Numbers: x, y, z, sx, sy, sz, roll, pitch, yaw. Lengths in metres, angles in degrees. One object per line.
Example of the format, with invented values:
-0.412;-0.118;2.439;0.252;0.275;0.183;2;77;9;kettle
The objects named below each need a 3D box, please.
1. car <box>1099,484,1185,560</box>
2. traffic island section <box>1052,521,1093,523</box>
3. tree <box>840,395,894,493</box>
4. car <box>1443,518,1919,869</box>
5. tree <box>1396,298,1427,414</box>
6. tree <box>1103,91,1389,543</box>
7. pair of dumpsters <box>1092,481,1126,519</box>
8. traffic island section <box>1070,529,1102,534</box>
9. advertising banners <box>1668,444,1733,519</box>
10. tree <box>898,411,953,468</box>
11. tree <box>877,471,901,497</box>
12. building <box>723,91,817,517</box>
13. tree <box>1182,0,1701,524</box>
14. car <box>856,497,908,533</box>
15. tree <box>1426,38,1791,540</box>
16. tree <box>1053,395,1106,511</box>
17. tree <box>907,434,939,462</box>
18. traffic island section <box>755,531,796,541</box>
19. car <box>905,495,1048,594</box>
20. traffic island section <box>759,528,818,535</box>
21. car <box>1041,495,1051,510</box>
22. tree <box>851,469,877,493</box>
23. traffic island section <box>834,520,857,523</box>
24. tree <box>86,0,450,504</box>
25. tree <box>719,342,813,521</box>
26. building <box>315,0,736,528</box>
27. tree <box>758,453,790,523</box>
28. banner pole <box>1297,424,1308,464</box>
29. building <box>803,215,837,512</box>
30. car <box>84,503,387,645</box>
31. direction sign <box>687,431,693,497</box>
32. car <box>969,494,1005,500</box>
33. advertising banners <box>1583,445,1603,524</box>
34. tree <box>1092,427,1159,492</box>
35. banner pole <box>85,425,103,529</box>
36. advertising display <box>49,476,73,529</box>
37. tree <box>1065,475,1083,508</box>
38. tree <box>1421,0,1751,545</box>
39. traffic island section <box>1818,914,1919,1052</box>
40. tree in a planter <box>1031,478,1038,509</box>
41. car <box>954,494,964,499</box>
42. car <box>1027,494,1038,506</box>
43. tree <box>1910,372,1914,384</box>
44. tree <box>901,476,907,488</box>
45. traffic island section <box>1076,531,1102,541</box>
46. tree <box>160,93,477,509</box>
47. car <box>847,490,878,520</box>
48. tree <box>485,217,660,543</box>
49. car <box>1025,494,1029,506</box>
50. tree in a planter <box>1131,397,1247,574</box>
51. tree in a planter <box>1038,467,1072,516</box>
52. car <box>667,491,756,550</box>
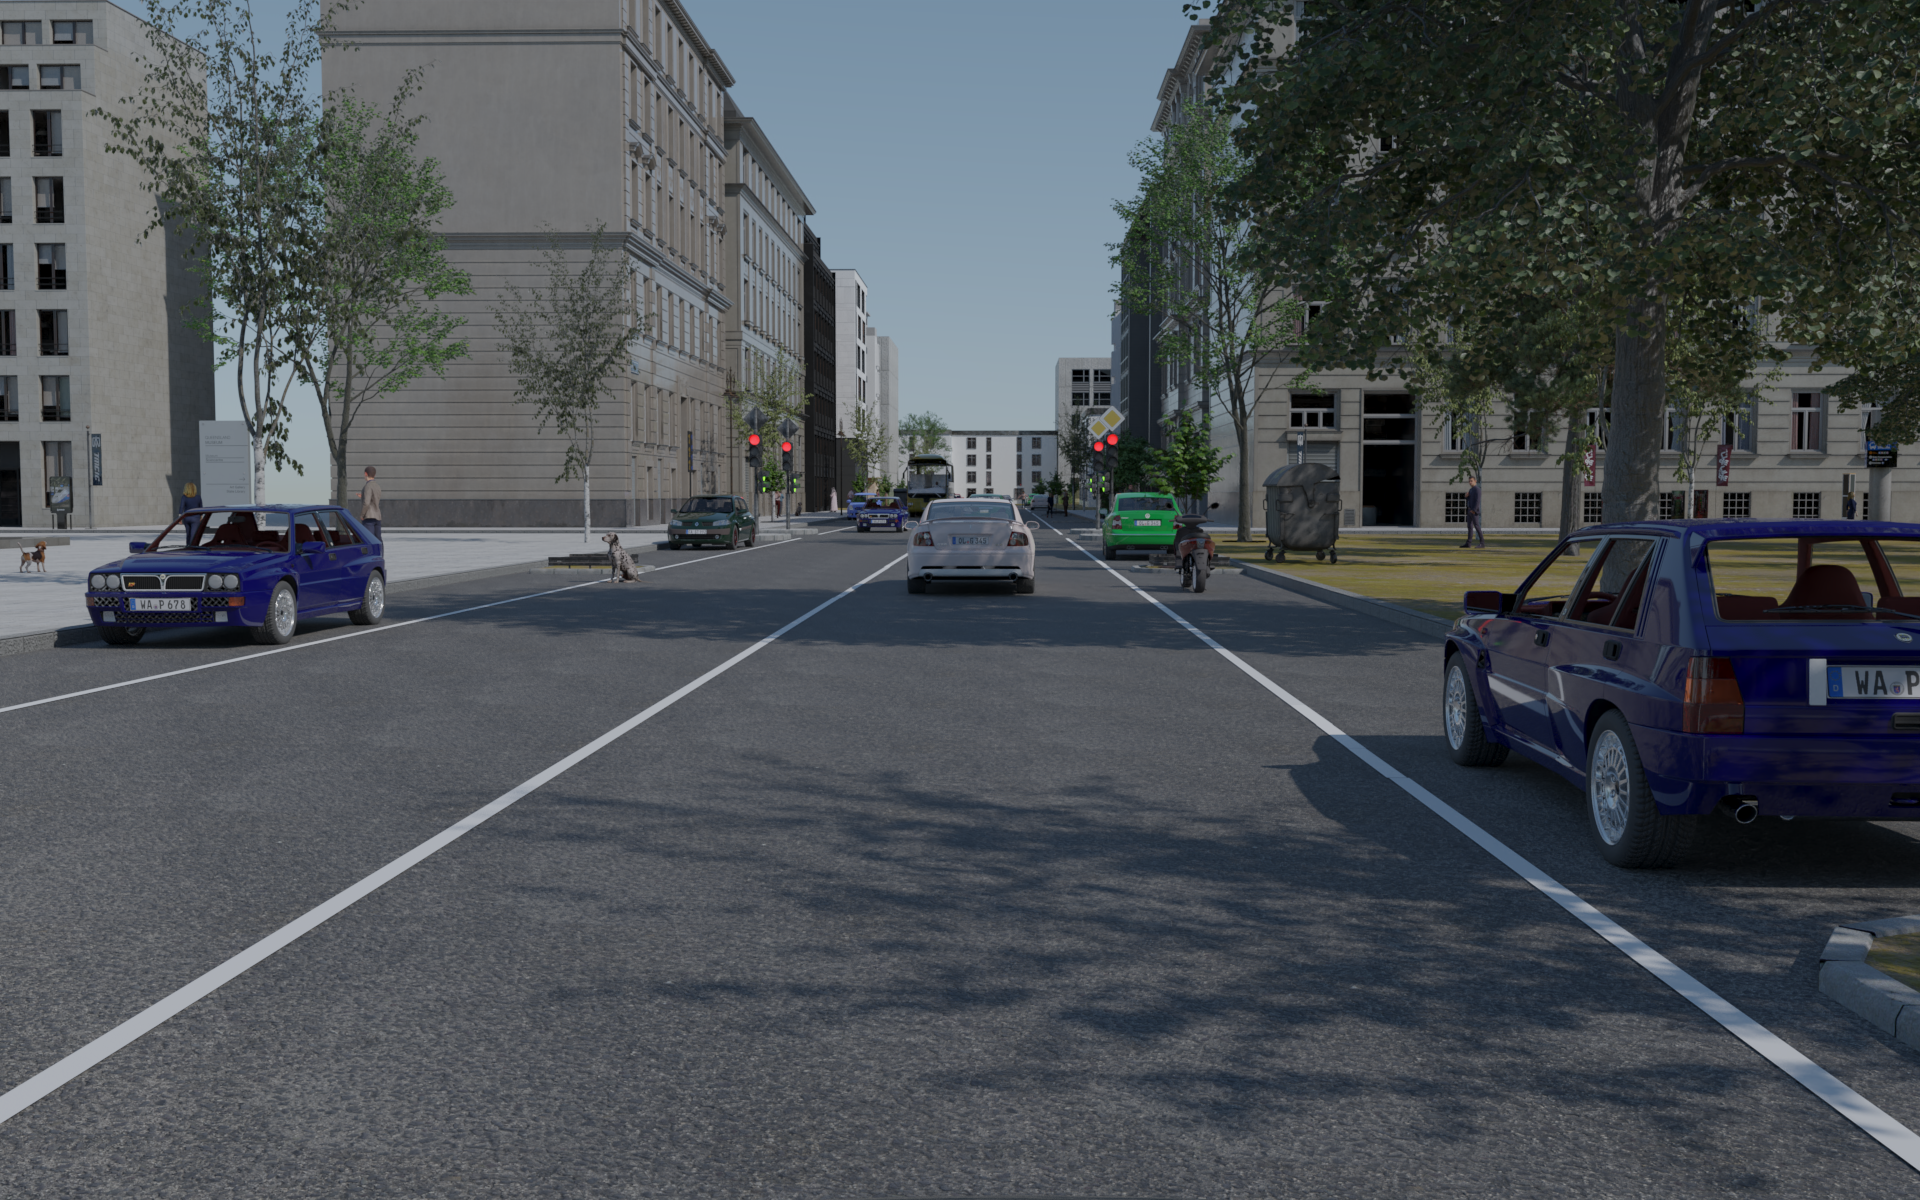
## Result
4.120;-1.850;39.050;1.959;1.807;4.718;0;4;3;car
5.645;-3.932;87.150;1.991;0.108;1.994;0;4;2;traffic island section
-6.919;-10.839;127.582;4.737;8.622;4.395;0;3;0;tree
3.413;0.284;7.935;1.945;1.354;3.894;0;4;3;car
14.367;-6.007;48.581;4.737;8.622;4.395;0;3;0;tree
7.396;-7.336;45.706;9.928;11.665;9.643;0;3;0;tree
7.808;-5.377;90.405;1.574;2.255;4.436;0;4;1;pair of dumpsters
4.993;-2.456;62.444;2.009;0.180;2.903;0;4;2;traffic island section
26.225;-3.985;61.346;2.074;3.025;0.090;2;4;32;advertising banners
-4.695;-17.698;215.118;9.928;11.665;9.643;0;3;0;tree
-6.274;-9.158;144.331;1.663;3.219;1.824;0;3;0;tree
-18.336;-16.626;105.125;16.112;22.955;30.059;0;4;2;building
6.401;-6.680;15.876;9.857;13.997;8.962;0;3;0;tree
-2.913;-3.235;65.468;1.945;1.354;3.894;0;4;2;car
11.236;-4.815;29.090;4.737;8.622;4.395;0;3;0;tree
9.130;-10.825;127.344;4.360;8.622;3.978;0;3;0;tree
-4.456;-15.737;207.668;4.737;8.622;4.395;0;3;0;tree
-6.455;-1.987;54.762;2.009;0.180;2.903;0;4;2;traffic island section
0.177;-0.853;26.305;2.083;1.381;4.827;0;4;1;car
-6.244;-2.475;62.745;2.009;0.180;2.903;0;4;2;traffic island section
7.250;-8.694;154.513;2.083;1.381;4.827;0;4;3;car
-7.660;-8.392;131.810;1.663;3.219;1.824;0;3;0;tree
-5.269;-3.951;87.468;1.991;0.108;1.994;0;4;2;traffic island section
-9.111;-4.440;22.963;4.360;8.622;3.978;0;3;0;tree
-9.206;-8.118;83.088;4.737;8.622;4.395;0;3;0;tree
-18.035;-17.136;77.443;12.463;27.353;25.104;0;4;2;building
-8.597;-5.101;78.002;1.663;3.219;1.824;0;3;0;tree
12.130;-4.367;61.415;0.401;3.779;0.863;3;4;39;banner pole
-16.069;-18.244;127.964;12.332;23.373;15.834;0;4;2;building
-7.264;-0.313;17.701;1.945;1.354;3.894;0;4;1;car
-9.713;-4.307;62.410;0.379;3.537;0.876;0;4;1;direction sign
1.018;-3.298;65.714;2.131;1.459;4.920;0;4;3;car
22.986;-3.982;61.300;2.074;3.025;0.090;0;4;-2;advertising banners
8.124;-6.105;83.526;4.285;4.588;4.351;0;3;0;tree
-31.558;-4.471;63.113;0.863;3.779;0.401;1;4;21;banner pole
-32.614;-3.526;62.860;0.974;1.923;0.123;1;4;20;advertising display
10.691;-10.443;165.346;1.663;3.219;1.824;0;3;0;tree
12.822;-6.960;35.854;6.751;12.117;7.091;0;3;0;tree
3.459;1.118;4.583;1.991;0.108;1.994;0;4;2;traffic island section
7.682;-10.214;164.215;1.991;3.239;1.994;0;4;2;tree in a planter
-0.618;-10.502;180.752;2.155;1.783;4.494;0;4;1;car
8.440;-11.411;195.358;1.959;1.807;4.718;0;4;2;car
28.616;-5.967;47.918;4.360;8.622;3.978;0;3;0;tree
-6.010;-11.560;183.609;1.663;3.219;1.824;0;3;0;tree
4.782;-1.968;54.462;2.009;0.180;2.903;0;4;2;traffic island section
-16.730;-7.368;46.214;9.928;11.665;9.643;0;3;0;tree
-5.173;-5.193;94.488;1.945;1.707;3.694;0;4;3;car
-10.069;-5.813;45.405;4.360;8.622;3.978;0;3;0;tree
8.579;-11.772;204.477;2.014;1.417;4.499;0;4;3;car
4.191;-2.126;31.978;1.991;3.239;1.994;0;4;2;tree in a planter
6.375;-7.180;114.613;1.991;3.239;1.994;0;4;2;tree in a planter
-6.522;-2.195;45.679;2.009;1.686;4.222;0;4;3;car
